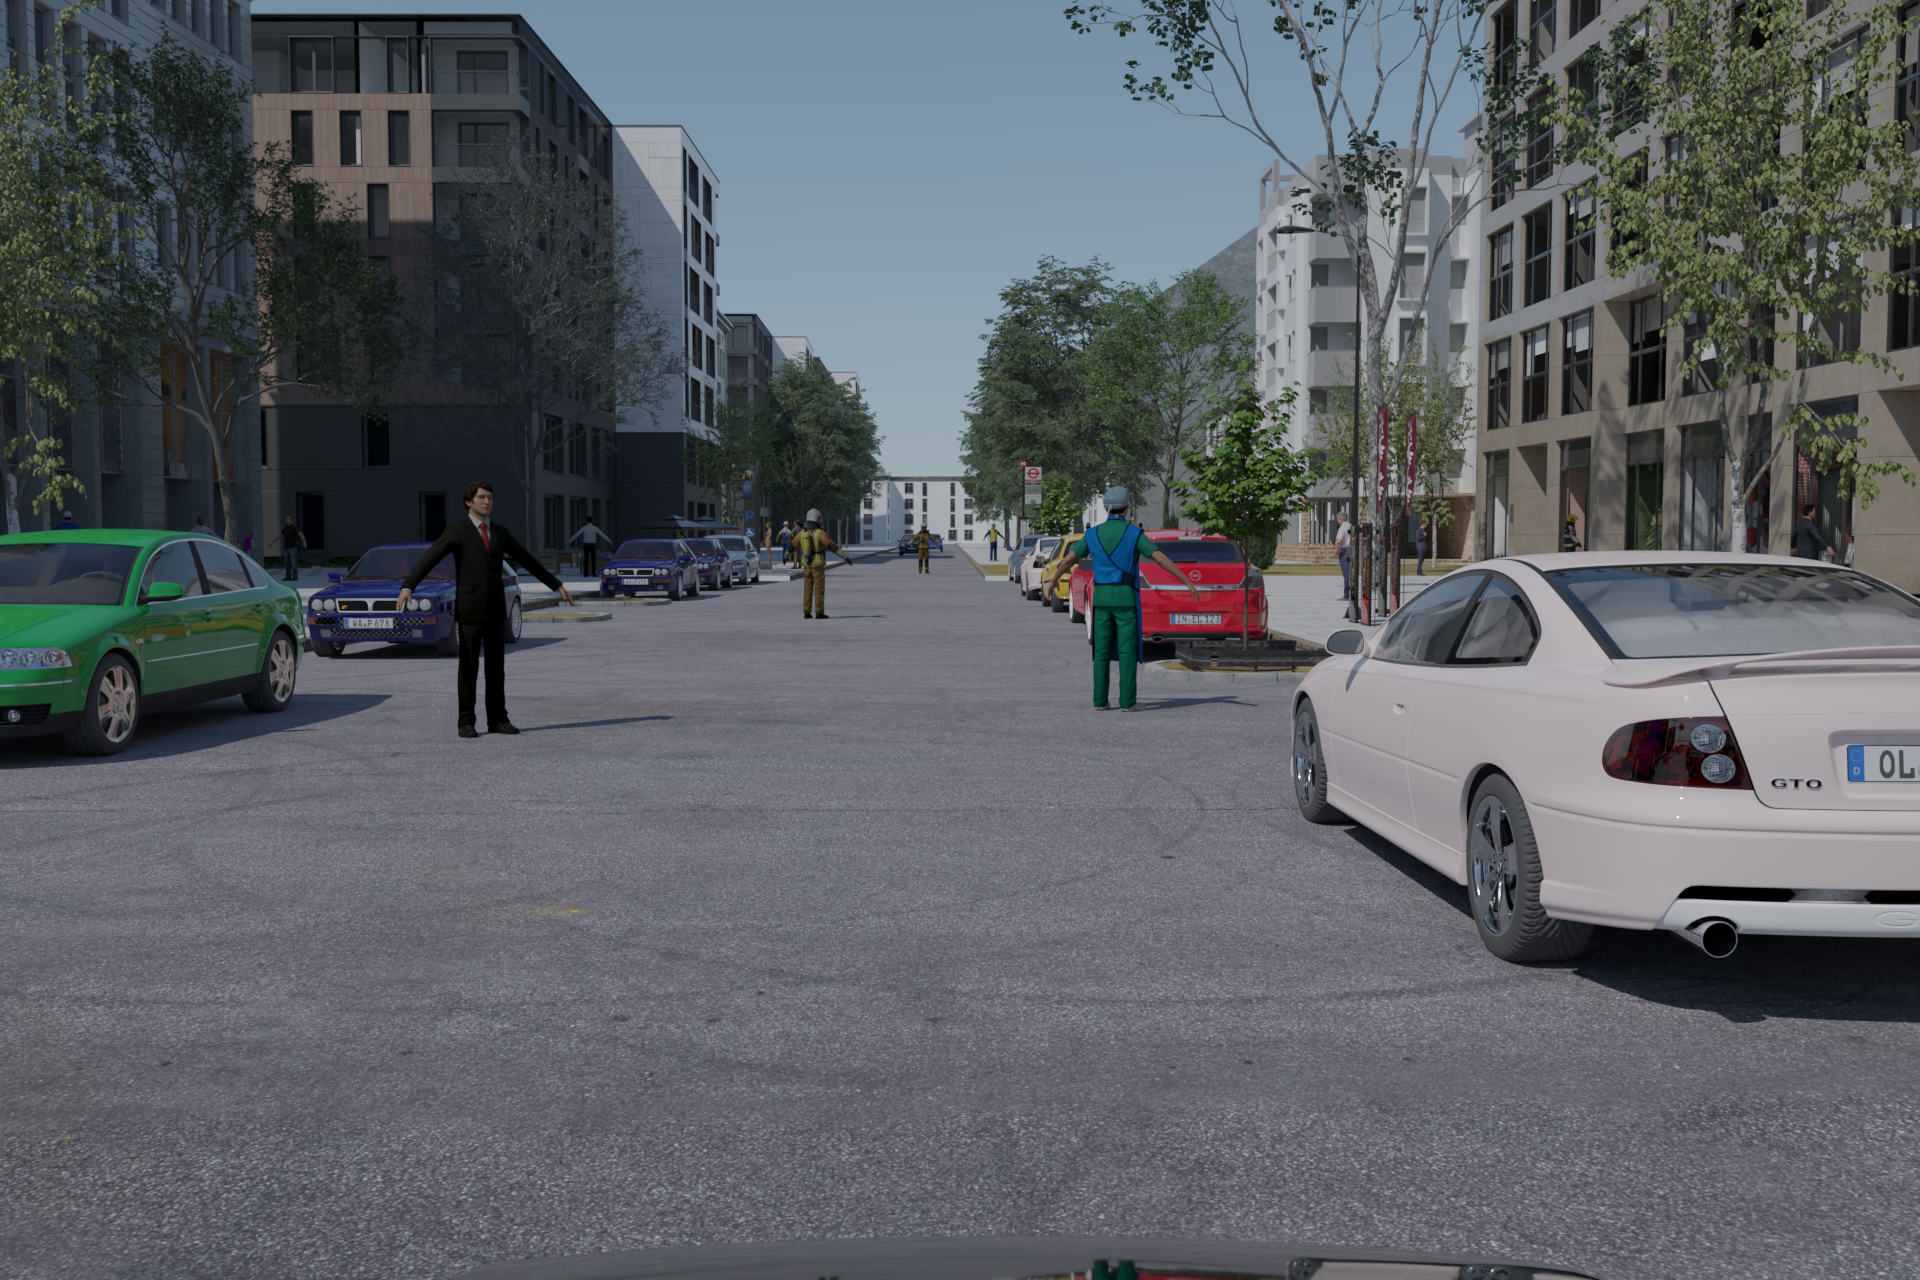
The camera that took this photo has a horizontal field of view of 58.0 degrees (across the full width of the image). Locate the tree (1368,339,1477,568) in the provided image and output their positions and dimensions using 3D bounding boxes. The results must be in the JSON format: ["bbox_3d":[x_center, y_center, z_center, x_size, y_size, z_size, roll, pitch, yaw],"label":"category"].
[{"bbox_3d":[17.558,-6.983,64.531,4.737,8.622,4.395,0,3,0],"label":"tree"}]

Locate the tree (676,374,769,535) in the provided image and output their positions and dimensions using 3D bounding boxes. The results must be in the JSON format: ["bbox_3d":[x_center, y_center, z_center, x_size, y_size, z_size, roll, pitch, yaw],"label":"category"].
[{"bbox_3d":[-10.678,-7.848,78.680,4.737,8.622,4.395,0,3,0],"label":"tree"}]

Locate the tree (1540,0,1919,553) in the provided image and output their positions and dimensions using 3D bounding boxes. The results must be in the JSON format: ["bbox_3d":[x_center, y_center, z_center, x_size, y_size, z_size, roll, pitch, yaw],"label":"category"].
[{"bbox_3d":[8.163,-4.132,17.927,4.737,8.622,4.395,0,3,0],"label":"tree"}]

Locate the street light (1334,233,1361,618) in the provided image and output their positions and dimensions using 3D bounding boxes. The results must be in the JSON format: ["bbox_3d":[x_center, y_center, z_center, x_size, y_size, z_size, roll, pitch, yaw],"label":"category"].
[{"bbox_3d":[6.544,-3.283,26.217,1.470,5.913,1.316,0,4,0],"label":"street light"}]

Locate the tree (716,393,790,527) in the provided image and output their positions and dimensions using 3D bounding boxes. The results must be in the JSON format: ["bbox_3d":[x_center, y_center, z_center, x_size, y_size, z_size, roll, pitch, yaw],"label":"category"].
[{"bbox_3d":[-10.769,-8.594,90.872,4.737,8.622,4.395,0,3,0],"label":"tree"}]

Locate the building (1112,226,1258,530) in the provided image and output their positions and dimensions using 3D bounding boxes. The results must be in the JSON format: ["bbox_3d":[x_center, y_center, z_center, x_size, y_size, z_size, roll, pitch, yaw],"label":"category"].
[{"bbox_3d":[21.502,-18.248,129.276,19.493,23.208,18.063,0,3,0],"label":"building"}]

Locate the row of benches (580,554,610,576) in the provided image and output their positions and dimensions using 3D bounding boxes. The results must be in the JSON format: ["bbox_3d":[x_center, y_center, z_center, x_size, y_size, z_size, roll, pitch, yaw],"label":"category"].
[{"bbox_3d":[-11.330,-2.356,53.975,1.422,0.672,4.104,-1,4,-18],"label":"row of benches"}]

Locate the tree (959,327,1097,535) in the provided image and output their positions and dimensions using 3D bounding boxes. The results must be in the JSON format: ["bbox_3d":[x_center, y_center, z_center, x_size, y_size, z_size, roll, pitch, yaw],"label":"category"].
[{"bbox_3d":[4.799,-12.120,104.817,9.857,13.997,8.962,0,3,0],"label":"tree"}]

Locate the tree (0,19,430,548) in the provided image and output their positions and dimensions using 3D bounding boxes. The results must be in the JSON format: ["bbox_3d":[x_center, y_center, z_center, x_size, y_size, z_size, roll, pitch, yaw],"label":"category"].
[{"bbox_3d":[-13.516,-5.947,31.641,7.601,10.594,8.767,2,4,33],"label":"tree"}]

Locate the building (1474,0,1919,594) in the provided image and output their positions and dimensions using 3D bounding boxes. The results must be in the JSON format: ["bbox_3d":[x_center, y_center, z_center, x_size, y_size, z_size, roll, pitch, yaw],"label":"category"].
[{"bbox_3d":[27.658,-14.673,43.097,19.350,26.588,34.151,0,3,0],"label":"building"}]

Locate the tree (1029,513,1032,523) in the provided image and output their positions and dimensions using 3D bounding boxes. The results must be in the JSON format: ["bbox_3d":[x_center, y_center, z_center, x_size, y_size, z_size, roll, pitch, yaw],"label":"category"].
[{"bbox_3d":[4.857,-10.478,121.672,4.360,8.622,3.978,0,3,0],"label":"tree"}]

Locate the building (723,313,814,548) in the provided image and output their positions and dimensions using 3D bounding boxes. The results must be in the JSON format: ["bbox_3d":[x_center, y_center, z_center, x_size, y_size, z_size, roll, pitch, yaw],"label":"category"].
[{"bbox_3d":[-29.770,-20.344,176.600,27.936,21.610,32.646,0,4,-1],"label":"building"}]

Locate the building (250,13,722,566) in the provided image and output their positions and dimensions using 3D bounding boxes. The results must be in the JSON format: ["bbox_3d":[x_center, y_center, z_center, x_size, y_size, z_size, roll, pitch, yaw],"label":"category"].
[{"bbox_3d":[-27.817,-14.721,84.671,27.936,21.610,32.646,0,4,0],"label":"building"}]

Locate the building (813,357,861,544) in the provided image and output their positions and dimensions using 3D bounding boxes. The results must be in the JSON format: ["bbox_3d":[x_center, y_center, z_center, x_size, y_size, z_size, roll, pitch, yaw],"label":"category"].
[{"bbox_3d":[-27.027,-22.742,215.798,27.936,21.610,32.646,0,4,-1],"label":"building"}]

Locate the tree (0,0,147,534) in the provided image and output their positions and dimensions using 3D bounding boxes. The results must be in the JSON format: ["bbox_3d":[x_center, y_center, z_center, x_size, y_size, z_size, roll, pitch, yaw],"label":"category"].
[{"bbox_3d":[-12.418,-4.395,22.217,4.737,8.622,4.395,0,3,0],"label":"tree"}]

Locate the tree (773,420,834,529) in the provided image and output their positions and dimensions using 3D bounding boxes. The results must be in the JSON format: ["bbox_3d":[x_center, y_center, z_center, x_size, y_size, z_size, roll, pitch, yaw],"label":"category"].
[{"bbox_3d":[-10.028,-9.856,111.502,4.360,8.622,3.978,0,3,0],"label":"tree"}]

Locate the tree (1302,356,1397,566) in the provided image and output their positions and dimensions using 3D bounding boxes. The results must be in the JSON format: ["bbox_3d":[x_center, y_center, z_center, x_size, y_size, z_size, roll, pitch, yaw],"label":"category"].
[{"bbox_3d":[16.025,-7.327,70.164,4.737,8.622,4.395,0,3,0],"label":"tree"}]

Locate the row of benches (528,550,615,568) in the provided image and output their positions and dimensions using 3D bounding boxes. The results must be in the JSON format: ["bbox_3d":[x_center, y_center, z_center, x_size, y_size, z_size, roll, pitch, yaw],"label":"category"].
[{"bbox_3d":[-15.132,-3.065,65.569,4.104,0.672,1.422,1,4,11],"label":"row of benches"}]

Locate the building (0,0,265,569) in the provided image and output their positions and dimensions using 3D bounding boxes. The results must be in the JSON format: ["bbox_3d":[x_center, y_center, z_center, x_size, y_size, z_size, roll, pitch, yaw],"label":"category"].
[{"bbox_3d":[-29.693,-16.361,44.996,11.434,29.767,29.804,0,4,0],"label":"building"}]

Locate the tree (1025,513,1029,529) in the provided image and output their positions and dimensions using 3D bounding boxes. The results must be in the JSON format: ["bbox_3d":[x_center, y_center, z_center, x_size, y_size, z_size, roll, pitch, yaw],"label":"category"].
[{"bbox_3d":[9.743,-17.941,243.696,4.737,8.622,4.395,0,3,0],"label":"tree"}]

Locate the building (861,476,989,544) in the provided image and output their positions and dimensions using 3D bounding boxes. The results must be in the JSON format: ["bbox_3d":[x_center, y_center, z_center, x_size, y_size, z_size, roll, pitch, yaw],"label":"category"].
[{"bbox_3d":[-9.925,-18.576,248.322,28.070,9.664,9.099,0,4,5],"label":"building"}]

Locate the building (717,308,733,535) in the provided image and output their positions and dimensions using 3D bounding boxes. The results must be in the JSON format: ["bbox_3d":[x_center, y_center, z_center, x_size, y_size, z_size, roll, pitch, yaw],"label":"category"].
[{"bbox_3d":[-25.966,-17.473,116.605,19.493,23.208,18.063,0,4,-1],"label":"building"}]

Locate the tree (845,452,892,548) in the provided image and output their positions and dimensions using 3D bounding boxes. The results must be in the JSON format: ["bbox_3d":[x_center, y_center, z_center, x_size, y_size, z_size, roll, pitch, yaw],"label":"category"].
[{"bbox_3d":[-10.447,-13.722,158.765,8.767,10.594,7.601,0,4,-2],"label":"tree"}]

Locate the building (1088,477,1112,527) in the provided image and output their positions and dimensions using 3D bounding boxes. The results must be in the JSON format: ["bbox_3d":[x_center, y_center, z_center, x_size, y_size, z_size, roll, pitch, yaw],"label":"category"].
[{"bbox_3d":[21.314,-16.507,212.031,9.099,9.664,28.070,0,4,-1],"label":"building"}]

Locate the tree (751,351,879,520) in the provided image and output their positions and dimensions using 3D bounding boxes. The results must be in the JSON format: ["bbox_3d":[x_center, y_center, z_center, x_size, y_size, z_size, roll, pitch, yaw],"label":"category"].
[{"bbox_3d":[-10.102,-13.055,120.096,9.857,13.997,8.962,0,3,0],"label":"tree"}]

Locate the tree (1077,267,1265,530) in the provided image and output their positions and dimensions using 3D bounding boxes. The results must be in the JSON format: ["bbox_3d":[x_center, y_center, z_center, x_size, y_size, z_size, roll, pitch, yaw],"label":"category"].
[{"bbox_3d":[8.121,-8.645,67.094,9.928,11.665,9.643,0,3,0],"label":"tree"}]

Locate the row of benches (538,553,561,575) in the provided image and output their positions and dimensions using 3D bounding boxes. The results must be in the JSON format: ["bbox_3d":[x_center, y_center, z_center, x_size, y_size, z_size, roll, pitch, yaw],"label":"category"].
[{"bbox_3d":[-13.247,-2.462,55.721,1.422,0.672,4.104,-1,4,-11],"label":"row of benches"}]

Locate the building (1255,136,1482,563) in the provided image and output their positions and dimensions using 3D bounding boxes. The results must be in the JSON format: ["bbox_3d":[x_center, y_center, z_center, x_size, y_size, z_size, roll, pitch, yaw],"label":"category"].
[{"bbox_3d":[20.437,-14.213,88.800,16.016,20.090,11.380,0,4,-1],"label":"building"}]

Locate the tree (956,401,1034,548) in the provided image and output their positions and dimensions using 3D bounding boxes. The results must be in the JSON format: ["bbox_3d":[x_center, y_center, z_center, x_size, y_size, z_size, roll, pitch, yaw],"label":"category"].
[{"bbox_3d":[4.233,-15.425,158.846,9.857,13.997,8.962,0,3,0],"label":"tree"}]

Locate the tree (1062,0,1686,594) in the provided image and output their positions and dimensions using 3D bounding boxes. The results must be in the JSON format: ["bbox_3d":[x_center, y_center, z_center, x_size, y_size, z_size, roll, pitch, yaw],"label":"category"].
[{"bbox_3d":[8.449,-10.964,35.144,12.611,20.169,13.585,0,3,0],"label":"tree"}]

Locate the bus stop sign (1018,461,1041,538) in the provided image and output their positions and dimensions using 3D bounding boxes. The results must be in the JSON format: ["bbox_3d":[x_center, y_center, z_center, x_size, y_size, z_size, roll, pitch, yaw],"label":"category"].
[{"bbox_3d":[2.519,-4.535,62.854,0.855,3.939,0.416,0,4,-1],"label":"bus stop sign"}]

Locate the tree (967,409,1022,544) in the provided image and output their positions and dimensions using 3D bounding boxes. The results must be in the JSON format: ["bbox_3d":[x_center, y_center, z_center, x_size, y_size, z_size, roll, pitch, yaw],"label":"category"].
[{"bbox_3d":[4.584,-12.590,131.604,9.928,11.665,9.643,0,3,0],"label":"tree"}]

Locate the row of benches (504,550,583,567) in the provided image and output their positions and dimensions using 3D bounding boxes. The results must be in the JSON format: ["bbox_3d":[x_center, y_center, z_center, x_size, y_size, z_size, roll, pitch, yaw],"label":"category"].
[{"bbox_3d":[-16.825,-3.187,67.571,4.104,0.672,1.422,0,4,0],"label":"row of benches"}]

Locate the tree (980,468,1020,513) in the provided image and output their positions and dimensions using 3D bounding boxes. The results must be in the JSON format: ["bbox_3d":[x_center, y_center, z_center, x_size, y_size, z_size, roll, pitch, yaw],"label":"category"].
[{"bbox_3d":[5.064,-13.344,143.923,9.928,11.665,9.643,0,3,0],"label":"tree"}]

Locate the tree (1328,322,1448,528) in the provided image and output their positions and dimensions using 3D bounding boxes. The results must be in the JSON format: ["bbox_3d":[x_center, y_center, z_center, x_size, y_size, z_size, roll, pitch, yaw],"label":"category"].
[{"bbox_3d":[14.349,-6.546,57.397,4.737,8.622,4.395,0,3,0],"label":"tree"}]

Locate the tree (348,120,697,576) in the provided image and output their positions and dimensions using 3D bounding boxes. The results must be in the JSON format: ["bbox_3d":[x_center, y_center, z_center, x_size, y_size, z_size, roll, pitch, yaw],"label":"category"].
[{"bbox_3d":[-13.148,-8.694,52.520,12.009,13.543,11.850,0,3,0],"label":"tree"}]

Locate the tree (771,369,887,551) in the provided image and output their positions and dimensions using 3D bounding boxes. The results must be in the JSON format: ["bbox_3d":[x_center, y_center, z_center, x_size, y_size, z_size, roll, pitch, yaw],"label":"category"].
[{"bbox_3d":[-10.107,-13.689,130.477,9.857,13.997,8.962,0,3,0],"label":"tree"}]

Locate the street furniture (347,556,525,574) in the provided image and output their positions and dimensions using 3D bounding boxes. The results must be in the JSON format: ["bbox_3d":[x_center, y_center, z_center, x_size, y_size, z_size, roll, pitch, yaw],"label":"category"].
[{"bbox_3d":[-17.497,-2.664,59.179,5.734,0.657,10.072,0,4,-7],"label":"street furniture"}]

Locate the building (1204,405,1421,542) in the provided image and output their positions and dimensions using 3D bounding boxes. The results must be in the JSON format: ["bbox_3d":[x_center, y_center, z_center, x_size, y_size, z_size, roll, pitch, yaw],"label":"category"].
[{"bbox_3d":[21.544,-10.030,106.131,9.099,9.664,28.070,0,4,0],"label":"building"}]

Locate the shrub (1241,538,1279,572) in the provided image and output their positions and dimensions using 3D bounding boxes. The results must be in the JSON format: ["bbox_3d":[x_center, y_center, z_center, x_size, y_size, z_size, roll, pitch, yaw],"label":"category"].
[{"bbox_3d":[9.564,-3.209,56.502,1.661,2.075,1.752,0,3,0],"label":"shrub"}]

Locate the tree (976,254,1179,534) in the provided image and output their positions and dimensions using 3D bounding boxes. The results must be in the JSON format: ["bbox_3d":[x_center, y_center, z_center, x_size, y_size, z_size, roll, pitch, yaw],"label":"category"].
[{"bbox_3d":[5.246,-10.459,77.662,9.857,13.997,8.962,0,3,0],"label":"tree"}]

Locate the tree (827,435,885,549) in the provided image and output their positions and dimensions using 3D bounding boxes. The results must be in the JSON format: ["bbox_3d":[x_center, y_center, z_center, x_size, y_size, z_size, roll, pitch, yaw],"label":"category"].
[{"bbox_3d":[-10.259,-13.583,147.833,9.928,11.665,9.643,0,3,0],"label":"tree"}]

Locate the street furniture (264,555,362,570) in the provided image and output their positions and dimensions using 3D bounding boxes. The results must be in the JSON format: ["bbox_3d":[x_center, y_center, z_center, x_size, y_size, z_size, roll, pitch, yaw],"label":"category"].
[{"bbox_3d":[-26.675,-2.990,64.519,10.072,0.657,5.734,0,4,8],"label":"street furniture"}]

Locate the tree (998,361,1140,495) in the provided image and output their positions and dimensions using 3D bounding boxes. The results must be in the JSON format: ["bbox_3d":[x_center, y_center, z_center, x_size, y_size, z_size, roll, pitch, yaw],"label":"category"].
[{"bbox_3d":[5.475,-9.511,89.915,8.767,10.594,7.601,0,4,7],"label":"tree"}]
